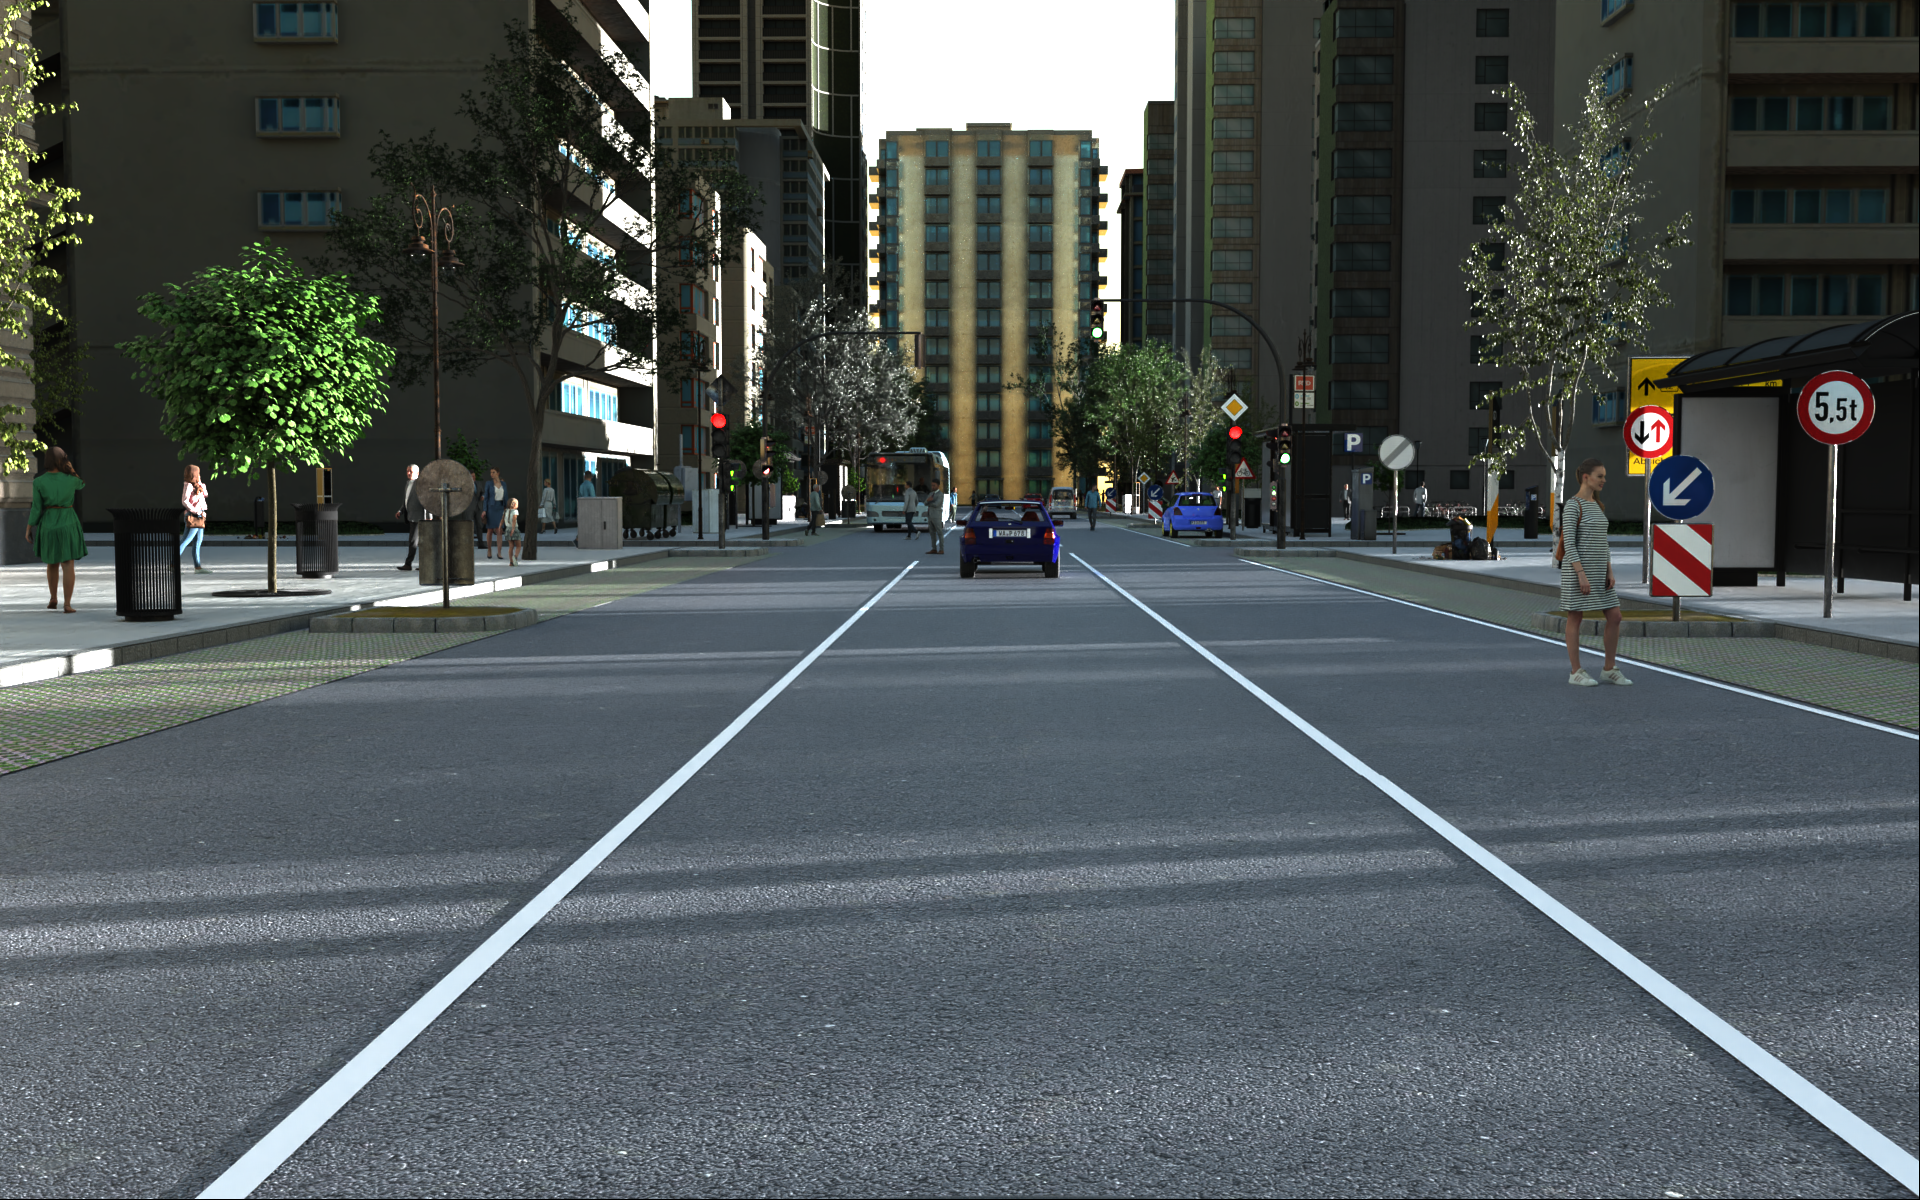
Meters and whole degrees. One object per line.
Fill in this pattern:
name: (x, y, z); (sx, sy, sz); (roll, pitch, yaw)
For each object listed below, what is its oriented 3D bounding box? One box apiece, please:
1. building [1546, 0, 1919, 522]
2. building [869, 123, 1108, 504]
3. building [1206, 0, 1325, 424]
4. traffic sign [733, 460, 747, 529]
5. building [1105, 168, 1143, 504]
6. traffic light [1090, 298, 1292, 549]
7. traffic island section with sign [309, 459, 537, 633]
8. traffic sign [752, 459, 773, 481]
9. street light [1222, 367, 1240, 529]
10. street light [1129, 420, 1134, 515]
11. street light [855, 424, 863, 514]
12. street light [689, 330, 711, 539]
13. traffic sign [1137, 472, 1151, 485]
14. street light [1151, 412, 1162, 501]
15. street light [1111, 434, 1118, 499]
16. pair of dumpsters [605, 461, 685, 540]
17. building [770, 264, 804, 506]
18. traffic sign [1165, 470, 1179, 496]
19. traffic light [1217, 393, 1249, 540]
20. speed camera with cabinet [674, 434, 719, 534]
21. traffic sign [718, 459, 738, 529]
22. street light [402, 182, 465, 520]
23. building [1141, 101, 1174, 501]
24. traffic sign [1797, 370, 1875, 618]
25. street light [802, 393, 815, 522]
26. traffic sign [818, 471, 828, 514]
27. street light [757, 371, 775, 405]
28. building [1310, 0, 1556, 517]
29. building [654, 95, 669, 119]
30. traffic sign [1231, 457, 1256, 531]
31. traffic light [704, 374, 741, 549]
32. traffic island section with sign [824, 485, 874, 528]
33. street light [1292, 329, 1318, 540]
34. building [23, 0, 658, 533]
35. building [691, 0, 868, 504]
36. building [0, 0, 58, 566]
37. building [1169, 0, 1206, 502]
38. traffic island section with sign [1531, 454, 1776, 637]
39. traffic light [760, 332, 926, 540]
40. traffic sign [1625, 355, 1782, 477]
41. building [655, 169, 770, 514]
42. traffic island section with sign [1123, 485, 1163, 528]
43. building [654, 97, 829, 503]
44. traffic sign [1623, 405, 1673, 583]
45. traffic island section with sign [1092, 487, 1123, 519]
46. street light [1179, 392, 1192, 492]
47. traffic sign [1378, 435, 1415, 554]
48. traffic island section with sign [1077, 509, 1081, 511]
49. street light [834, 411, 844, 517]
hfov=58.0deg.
building: (34.904, -27.078, 66.425); (21.600, 48.544, 21.300); (0, 4, 1)
building: (3.676, -37.099, 226.176); (30.456, 49.044, 23.786); (0, 4, 1)
building: (26.658, -27.951, 140.599); (14.154, 41.232, 14.086); (0, 4, 1)
traffic sign: (-8.271, -3.911, 64.053); (0.768, 2.556, 0.104); (0, 4, 3)
building: (33.585, -34.896, 225.174); (28.867, 44.769, 22.147); (0, 4, 1)
traffic light: (5.387, -4.013, 40.278); (4.771, 5.953, 1.251); (0, 4, 1)
traffic island section with sign: (-5.682, -0.616, 18.698); (1.989, 1.847, 2.006); (0, 4, 1)
traffic sign: (-7.101, -3.810, 62.400); (0.768, 2.556, 0.104); (0, 4, 2)
street light: (9.917, -5.542, 63.402); (0.468, 5.910, 1.993); (0, 4, 1)
street light: (10.746, -8.276, 108.099); (0.468, 5.910, 1.993); (0, 4, 1)
street light: (-6.402, -8.369, 109.628); (0.468, 5.910, 1.993); (0, 4, 1)
street light: (-7.374, -4.664, 49.047); (0.468, 5.910, 1.993); (0, 4, 1)
traffic sign: (10.741, -6.190, 100.944); (0.795, 2.593, 0.064); (0, 4, 6)
street light: (10.571, -7.371, 93.302); (0.468, 5.910, 1.993); (0, 4, 1)
street light: (11.000, -9.194, 123.114); (0.468, 5.910, 1.993); (0, 4, 1)
pair of dumpsters: (-9.079, -2.902, 49.938); (1.574, 2.255, 4.437); (0, 4, 1)
building: (-27.919, -17.964, 138.744); (27.650, 21.520, 28.899); (0, 4, 1)
traffic sign: (11.445, -5.687, 92.979); (0.884, 2.594, 0.081); (0, 4, 5)
traffic light: (7.622, -3.636, 48.366); (0.839, 4.253, 0.868); (0, 4, 1)
speed camera with cabinet: (-8.602, -3.826, 56.890); (0.660, 3.252, 2.038); (-3, 5, -43)
traffic sign: (-8.412, -3.832, 62.762); (0.768, 2.556, 0.104); (0, 4, 7)
street light: (-7.886, -3.260, 26.087); (0.468, 5.910, 1.993); (0, 4, 1)
building: (26.199, -30.568, 183.380); (14.154, 41.232, 14.086); (0, 4, 1)
traffic sign: (9.006, -1.088, 17.898); (0.768, 2.556, 0.104); (0, 4, 6)
street light: (-6.911, -6.505, 79.142); (0.468, 5.910, 1.993); (0, 4, 1)
traffic sign: (-7.584, -5.774, 94.514); (0.768, 2.556, 0.104); (0, 4, 8)
street light: (-7.186, -5.600, 64.348); (0.468, 5.910, 1.993); (0, 4, 1)
building: (27.664, -20.185, 101.719); (14.160, 30.474, 14.107); (0, 4, 1)
building: (-46.876, -39.161, 229.523); (27.495, 52.752, 28.713); (0, 4, 1)
traffic sign: (9.928, -3.714, 60.726); (0.884, 2.594, 0.081); (0, 4, 5)
traffic light: (-5.579, -3.161, 40.597); (0.839, 4.253, 0.868); (0, 4, 1)
traffic island section with sign: (-4.710, -3.993, 73.907); (1.989, 1.847, 2.006); (0, 4, 1)
street light: (9.645, -4.637, 48.607); (0.468, 5.910, 1.993); (0, 4, 1)
building: (-24.375, -27.054, 66.030); (21.300, 48.544, 21.600); (0, 4, 1)
building: (-22.899, -48.088, 224.492); (20.611, 71.187, 20.563); (0, 4, 1)
building: (-26.490, -12.126, 27.132); (19.941, 23.489, 11.050); (0, 4, 1)
building: (30.498, -37.883, 161.394); (21.231, 58.520, 28.212); (0, 4, 1)
traffic island section with sign: (7.133, -0.582, 18.139); (1.989, 1.847, 2.006); (0, 4, 1)
traffic light: (-3.345, -4.521, 48.579); (4.771, 5.953, 1.251); (0, 4, 1)
traffic sign: (10.926, -1.930, 25.430); (2.265, 3.308, 0.079); (0, 4, 4)
building: (-27.619, -16.023, 107.015); (27.650, 21.520, 28.899); (0, 4, 1)
traffic island section with sign: (8.104, -3.965, 73.462); (1.989, 1.847, 2.006); (0, 4, 1)
building: (-25.867, -29.597, 175.797); (23.993, 40.220, 32.217); (0, 4, 1)
traffic sign: (9.855, -1.512, 24.831); (0.768, 2.556, 0.104); (0, 4, 2)
traffic island section with sign: (8.581, -5.614, 100.413); (1.989, 1.847, 2.006); (0, 4, 1)
street light: (10.176, -6.449, 78.236); (0.468, 5.910, 1.993); (0, 4, 1)
traffic sign: (9.355, -2.270, 37.218); (0.768, 2.556, 0.104); (0, 4, 2)
traffic island section with sign: (9.480, -8.703, 150.929); (1.989, 1.847, 2.006); (0, 4, 1)
street light: (-6.617, -7.465, 94.832); (0.468, 5.910, 1.993); (0, 4, 1)
